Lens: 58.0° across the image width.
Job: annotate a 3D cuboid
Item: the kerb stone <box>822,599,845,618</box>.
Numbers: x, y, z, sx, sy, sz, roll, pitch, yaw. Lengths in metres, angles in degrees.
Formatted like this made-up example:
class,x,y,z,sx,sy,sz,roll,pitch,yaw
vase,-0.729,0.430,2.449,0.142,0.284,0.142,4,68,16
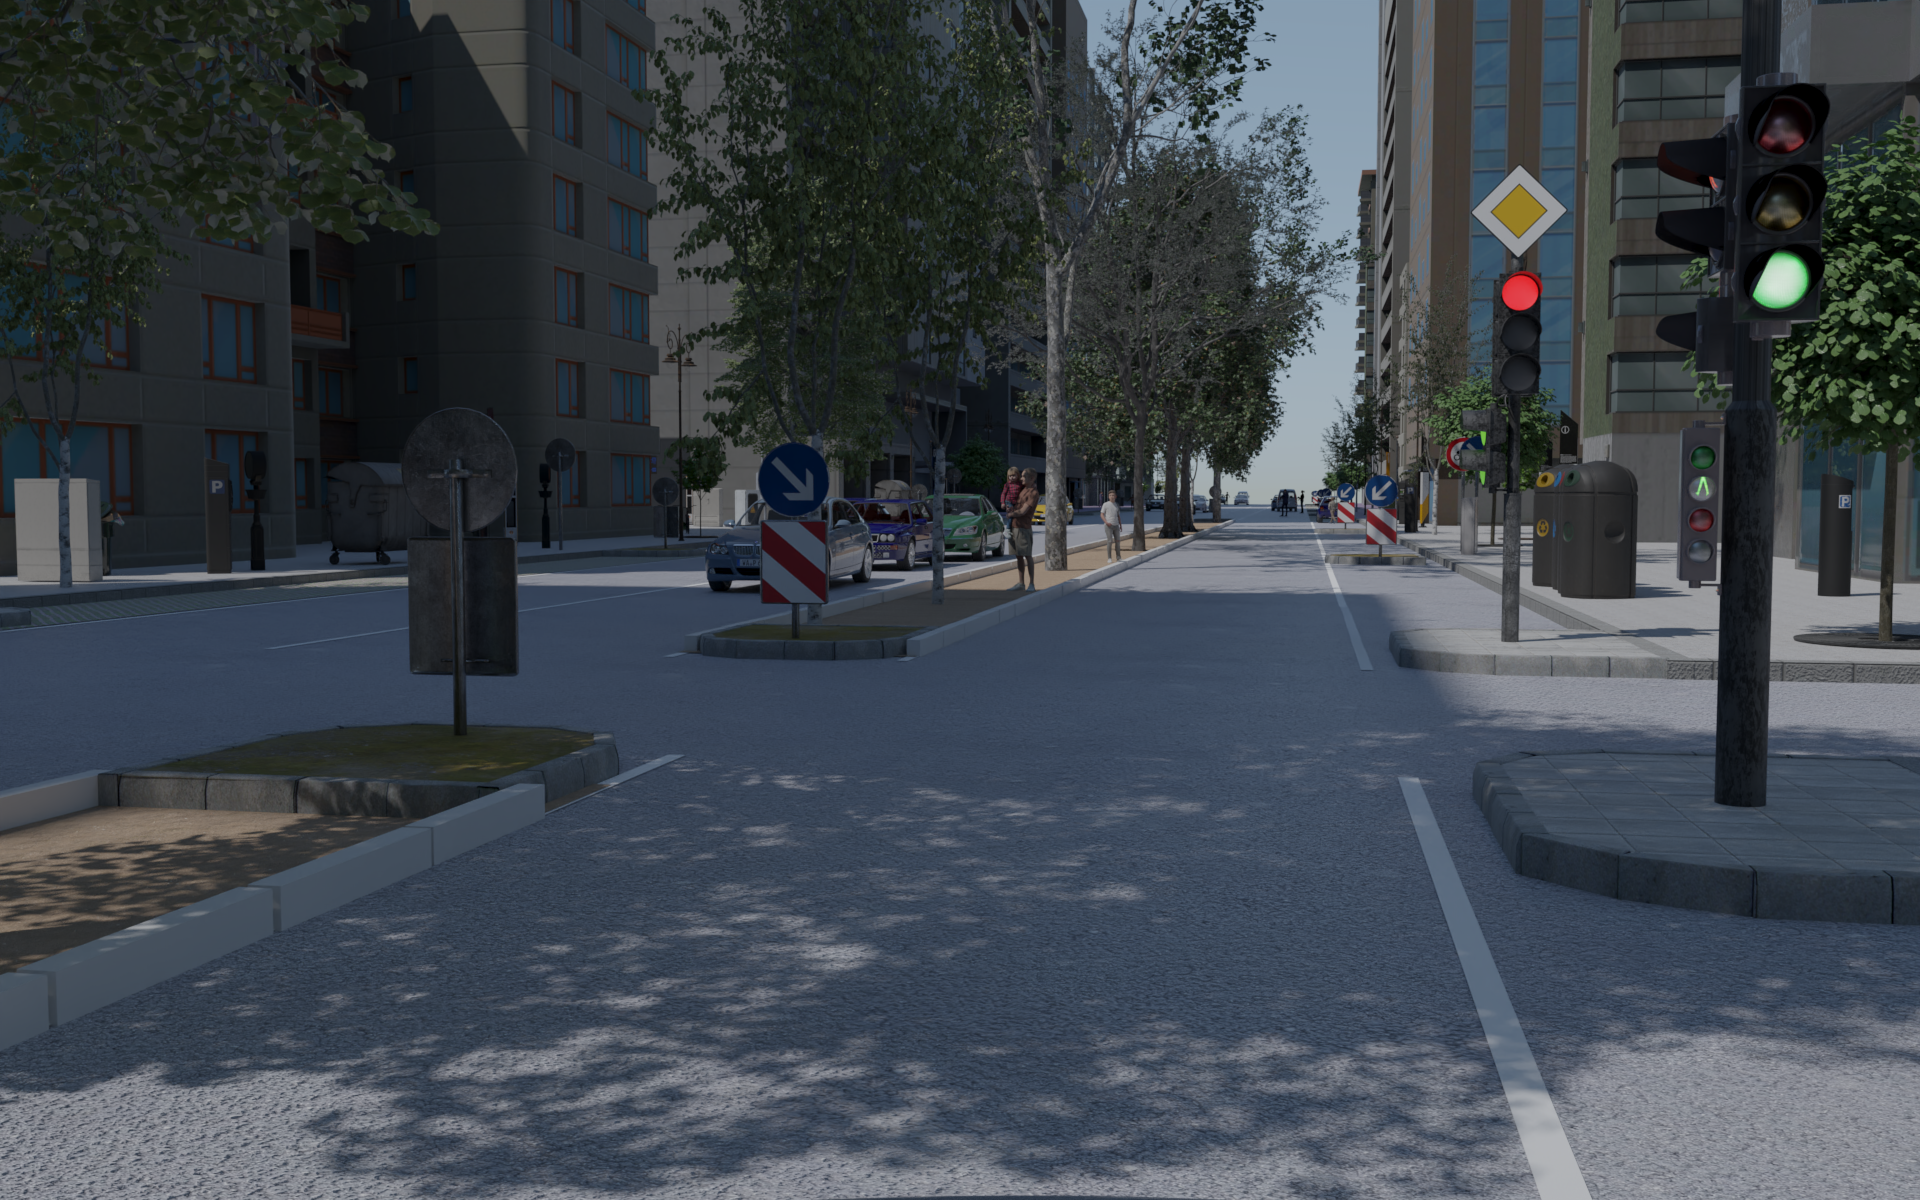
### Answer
class,x,y,z,sx,sy,sz,roll,pitch,yaw
kerb stone,-1.557,0.125,20.224,0.120,0.150,1.000,1,4,11

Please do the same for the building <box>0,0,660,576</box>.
class,x,y,z,sx,sy,sz,roll,pitch,yaw
building,-25.818,-12.085,42.636,27.650,21.520,28.899,1,4,11

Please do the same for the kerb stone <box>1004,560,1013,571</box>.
class,x,y,z,sx,sy,sz,roll,pitch,yaw
kerb stone,0.807,-0.616,32.281,0.120,0.150,1.000,1,4,11

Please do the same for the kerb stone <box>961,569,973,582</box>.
class,x,y,z,sx,sy,sz,roll,pitch,yaw
kerb stone,0.015,-0.371,28.267,0.120,0.150,1.000,1,4,11

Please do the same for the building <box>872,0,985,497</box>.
class,x,y,z,sx,sy,sz,roll,pitch,yaw
building,-13.510,-31.810,109.333,28.713,52.752,27.495,1,4,11

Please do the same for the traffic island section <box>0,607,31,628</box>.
class,x,y,z,sx,sy,sz,roll,pitch,yaw
traffic island section,-11.285,0.249,18.202,2.009,0.180,2.903,1,4,11

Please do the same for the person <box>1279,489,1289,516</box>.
class,x,y,z,sx,sy,sz,roll,pitch,yaw
person,20.729,-6.242,111.009,0.568,1.767,0.683,3,5,44

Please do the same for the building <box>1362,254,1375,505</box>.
class,x,y,z,sx,sy,sz,roll,pitch,yaw
building,55.600,-26.665,207.670,14.160,30.474,14.107,1,4,11

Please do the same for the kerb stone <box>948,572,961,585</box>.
class,x,y,z,sx,sy,sz,roll,pitch,yaw
kerb stone,-0.183,-0.308,27.265,0.120,0.150,1.000,1,4,11

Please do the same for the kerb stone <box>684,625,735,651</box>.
class,x,y,z,sx,sy,sz,roll,pitch,yaw
kerb stone,-2.351,0.368,16.211,0.120,0.150,1.000,1,4,11

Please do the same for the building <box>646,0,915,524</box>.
class,x,y,z,sx,sy,sz,roll,pitch,yaw
building,-13.148,-39.444,83.163,20.563,71.187,20.611,1,4,11

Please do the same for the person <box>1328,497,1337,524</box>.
class,x,y,z,sx,sy,sz,roll,pitch,yaw
person,17.947,-4.323,83.454,0.475,1.303,0.640,-2,4,-33

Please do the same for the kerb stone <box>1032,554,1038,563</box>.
class,x,y,z,sx,sy,sz,roll,pitch,yaw
kerb stone,1.403,-0.799,35.301,0.120,0.150,1.000,1,4,11

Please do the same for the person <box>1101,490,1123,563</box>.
class,x,y,z,sx,sy,sz,roll,pitch,yaw
person,3.190,-1.519,35.929,0.523,1.515,0.503,2,4,34

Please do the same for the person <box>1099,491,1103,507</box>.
class,x,y,z,sx,sy,sz,roll,pitch,yaw
person,14.171,-10.051,173.761,0.530,1.710,0.541,1,4,11

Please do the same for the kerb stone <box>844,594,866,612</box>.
class,x,y,z,sx,sy,sz,roll,pitch,yaw
kerb stone,-1.371,0.065,21.229,0.120,0.150,1.000,1,4,11

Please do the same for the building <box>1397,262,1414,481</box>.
class,x,y,z,sx,sy,sz,roll,pitch,yaw
building,45.735,-16.894,121.255,27.650,21.520,28.899,1,4,11

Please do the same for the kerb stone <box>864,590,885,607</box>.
class,x,y,z,sx,sy,sz,roll,pitch,yaw
kerb stone,-1.172,-0.002,22.231,0.120,0.150,1.000,1,4,11

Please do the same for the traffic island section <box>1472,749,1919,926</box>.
class,x,y,z,sx,sy,sz,roll,pitch,yaw
traffic island section,3.255,0.922,7.207,2.009,0.180,2.903,1,4,11

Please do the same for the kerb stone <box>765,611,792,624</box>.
class,x,y,z,sx,sy,sz,roll,pitch,yaw
kerb stone,-1.961,0.245,18.217,0.120,0.150,1.000,1,4,11

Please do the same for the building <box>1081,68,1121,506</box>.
class,x,y,z,sx,sy,sz,roll,pitch,yaw
building,6.059,-35.167,194.596,23.786,49.044,30.456,1,4,11

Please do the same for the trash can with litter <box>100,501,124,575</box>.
class,x,y,z,sx,sy,sz,roll,pitch,yaw
trash can with litter,-13.551,-0.949,26.896,0.624,1.170,1.055,1,4,8

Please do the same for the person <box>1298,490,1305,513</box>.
class,x,y,z,sx,sy,sz,roll,pitch,yaw
person,25.528,-7.359,129.637,0.721,1.723,1.217,0,4,-5

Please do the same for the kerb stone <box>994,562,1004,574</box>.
class,x,y,z,sx,sy,sz,roll,pitch,yaw
kerb stone,0.613,-0.555,31.276,0.120,0.150,1.000,1,4,11

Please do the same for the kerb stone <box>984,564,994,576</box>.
class,x,y,z,sx,sy,sz,roll,pitch,yaw
kerb stone,0.412,-0.494,30.274,0.120,0.150,1.000,1,4,11

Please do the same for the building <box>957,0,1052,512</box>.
class,x,y,z,sx,sy,sz,roll,pitch,yaw
building,-5.027,-31.136,132.767,21.300,48.544,21.600,1,4,11

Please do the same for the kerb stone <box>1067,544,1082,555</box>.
class,x,y,z,sx,sy,sz,roll,pitch,yaw
kerb stone,2.793,-1.232,42.344,0.120,0.150,1.000,1,4,11

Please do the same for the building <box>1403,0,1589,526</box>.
class,x,y,z,sx,sy,sz,roll,pitch,yaw
building,26.819,-25.903,73.621,14.600,45.320,14.200,1,4,11

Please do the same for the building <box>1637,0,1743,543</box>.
class,x,y,z,sx,sy,sz,roll,pitch,yaw
building,25.420,-17.041,50.326,14.160,30.474,14.107,1,4,11

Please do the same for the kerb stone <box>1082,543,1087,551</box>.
class,x,y,z,sx,sy,sz,roll,pitch,yaw
kerb stone,2.992,-1.294,43.348,0.120,0.150,1.000,1,4,11

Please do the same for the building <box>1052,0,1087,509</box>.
class,x,y,z,sx,sy,sz,roll,pitch,yaw
building,3.185,-30.541,149.463,14.600,45.320,14.200,1,4,11

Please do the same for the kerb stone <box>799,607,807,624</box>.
class,x,y,z,sx,sy,sz,roll,pitch,yaw
kerb stone,-1.763,0.182,19.222,0.120,0.150,1.000,1,4,11

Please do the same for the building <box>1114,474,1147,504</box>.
class,x,y,z,sx,sy,sz,roll,pitch,yaw
building,7.360,-32.442,222.304,32.217,40.220,23.993,1,4,11

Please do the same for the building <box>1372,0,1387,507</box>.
class,x,y,z,sx,sy,sz,roll,pitch,yaw
building,55.241,-39.349,185.360,21.231,58.520,28.212,1,4,11

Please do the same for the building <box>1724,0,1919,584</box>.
class,x,y,z,sx,sy,sz,roll,pitch,yaw
building,27.893,-24.807,25.210,30.456,49.044,23.786,1,4,11

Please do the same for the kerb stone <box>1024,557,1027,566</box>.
class,x,y,z,sx,sy,sz,roll,pitch,yaw
kerb stone,1.211,-0.740,34.294,0.120,0.150,1.000,1,4,11

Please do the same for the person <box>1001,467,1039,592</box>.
class,x,y,z,sx,sy,sz,roll,pitch,yaw
person,0.891,-1.039,25.459,0.580,1.828,0.573,1,4,11

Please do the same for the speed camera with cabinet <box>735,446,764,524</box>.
class,x,y,z,sx,sy,sz,roll,pitch,yaw
speed camera with cabinet,-8.261,-4.635,70.124,0.660,3.252,2.038,2,4,31

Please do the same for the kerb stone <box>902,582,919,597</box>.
class,x,y,z,sx,sy,sz,roll,pitch,yaw
kerb stone,-0.771,-0.125,24.246,0.120,0.150,1.000,1,4,11

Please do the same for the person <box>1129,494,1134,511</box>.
class,x,y,z,sx,sy,sz,roll,pitch,yaw
person,14.885,-8.408,149.234,1.065,1.426,0.557,1,4,10

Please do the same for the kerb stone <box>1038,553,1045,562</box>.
class,x,y,z,sx,sy,sz,roll,pitch,yaw
kerb stone,1.605,-0.861,36.311,0.120,0.150,1.000,1,4,11

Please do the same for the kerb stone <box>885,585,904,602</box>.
class,x,y,z,sx,sy,sz,roll,pitch,yaw
kerb stone,-0.961,-0.064,23.235,0.120,0.150,1.000,1,4,11

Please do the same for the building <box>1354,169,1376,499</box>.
class,x,y,z,sx,sy,sz,roll,pitch,yaw
building,63.379,-35.042,227.566,22.147,44.769,28.867,1,4,11

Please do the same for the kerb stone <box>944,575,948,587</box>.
class,x,y,z,sx,sy,sz,roll,pitch,yaw
kerb stone,-0.372,-0.248,26.250,0.120,0.150,1.000,1,4,11

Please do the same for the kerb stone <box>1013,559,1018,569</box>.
class,x,y,z,sx,sy,sz,roll,pitch,yaw
kerb stone,1.009,-0.678,33.292,0.120,0.150,1.000,1,4,11

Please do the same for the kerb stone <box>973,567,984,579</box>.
class,x,y,z,sx,sy,sz,roll,pitch,yaw
kerb stone,0.220,-0.433,29.269,0.120,0.150,1.000,1,4,11

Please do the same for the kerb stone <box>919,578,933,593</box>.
class,x,y,z,sx,sy,sz,roll,pitch,yaw
kerb stone,-0.578,-0.186,25.249,0.120,0.150,1.000,1,4,11

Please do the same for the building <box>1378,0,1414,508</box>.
class,x,y,z,sx,sy,sz,roll,pitch,yaw
building,46.944,-31.937,145.877,21.300,48.544,21.600,1,4,11

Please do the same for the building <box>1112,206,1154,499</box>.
class,x,y,z,sx,sy,sz,roll,pitch,yaw
building,19.408,-34.026,239.912,14.154,41.232,14.086,1,4,11

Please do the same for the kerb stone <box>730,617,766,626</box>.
class,x,y,z,sx,sy,sz,roll,pitch,yaw
kerb stone,-2.161,0.305,17.215,0.120,0.150,1.000,1,4,11

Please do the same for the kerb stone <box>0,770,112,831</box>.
class,x,y,z,sx,sy,sz,roll,pitch,yaw
kerb stone,-4.063,0.895,7.565,0.120,0.150,1.000,1,4,11

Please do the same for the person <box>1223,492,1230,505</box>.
class,x,y,z,sx,sy,sz,roll,pitch,yaw
person,34.404,-13.102,223.534,1.217,1.723,0.721,-3,4,-37

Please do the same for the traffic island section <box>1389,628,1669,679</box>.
class,x,y,z,sx,sy,sz,roll,pitch,yaw
traffic island section,4.797,0.443,15.042,2.009,0.180,2.903,1,4,11
